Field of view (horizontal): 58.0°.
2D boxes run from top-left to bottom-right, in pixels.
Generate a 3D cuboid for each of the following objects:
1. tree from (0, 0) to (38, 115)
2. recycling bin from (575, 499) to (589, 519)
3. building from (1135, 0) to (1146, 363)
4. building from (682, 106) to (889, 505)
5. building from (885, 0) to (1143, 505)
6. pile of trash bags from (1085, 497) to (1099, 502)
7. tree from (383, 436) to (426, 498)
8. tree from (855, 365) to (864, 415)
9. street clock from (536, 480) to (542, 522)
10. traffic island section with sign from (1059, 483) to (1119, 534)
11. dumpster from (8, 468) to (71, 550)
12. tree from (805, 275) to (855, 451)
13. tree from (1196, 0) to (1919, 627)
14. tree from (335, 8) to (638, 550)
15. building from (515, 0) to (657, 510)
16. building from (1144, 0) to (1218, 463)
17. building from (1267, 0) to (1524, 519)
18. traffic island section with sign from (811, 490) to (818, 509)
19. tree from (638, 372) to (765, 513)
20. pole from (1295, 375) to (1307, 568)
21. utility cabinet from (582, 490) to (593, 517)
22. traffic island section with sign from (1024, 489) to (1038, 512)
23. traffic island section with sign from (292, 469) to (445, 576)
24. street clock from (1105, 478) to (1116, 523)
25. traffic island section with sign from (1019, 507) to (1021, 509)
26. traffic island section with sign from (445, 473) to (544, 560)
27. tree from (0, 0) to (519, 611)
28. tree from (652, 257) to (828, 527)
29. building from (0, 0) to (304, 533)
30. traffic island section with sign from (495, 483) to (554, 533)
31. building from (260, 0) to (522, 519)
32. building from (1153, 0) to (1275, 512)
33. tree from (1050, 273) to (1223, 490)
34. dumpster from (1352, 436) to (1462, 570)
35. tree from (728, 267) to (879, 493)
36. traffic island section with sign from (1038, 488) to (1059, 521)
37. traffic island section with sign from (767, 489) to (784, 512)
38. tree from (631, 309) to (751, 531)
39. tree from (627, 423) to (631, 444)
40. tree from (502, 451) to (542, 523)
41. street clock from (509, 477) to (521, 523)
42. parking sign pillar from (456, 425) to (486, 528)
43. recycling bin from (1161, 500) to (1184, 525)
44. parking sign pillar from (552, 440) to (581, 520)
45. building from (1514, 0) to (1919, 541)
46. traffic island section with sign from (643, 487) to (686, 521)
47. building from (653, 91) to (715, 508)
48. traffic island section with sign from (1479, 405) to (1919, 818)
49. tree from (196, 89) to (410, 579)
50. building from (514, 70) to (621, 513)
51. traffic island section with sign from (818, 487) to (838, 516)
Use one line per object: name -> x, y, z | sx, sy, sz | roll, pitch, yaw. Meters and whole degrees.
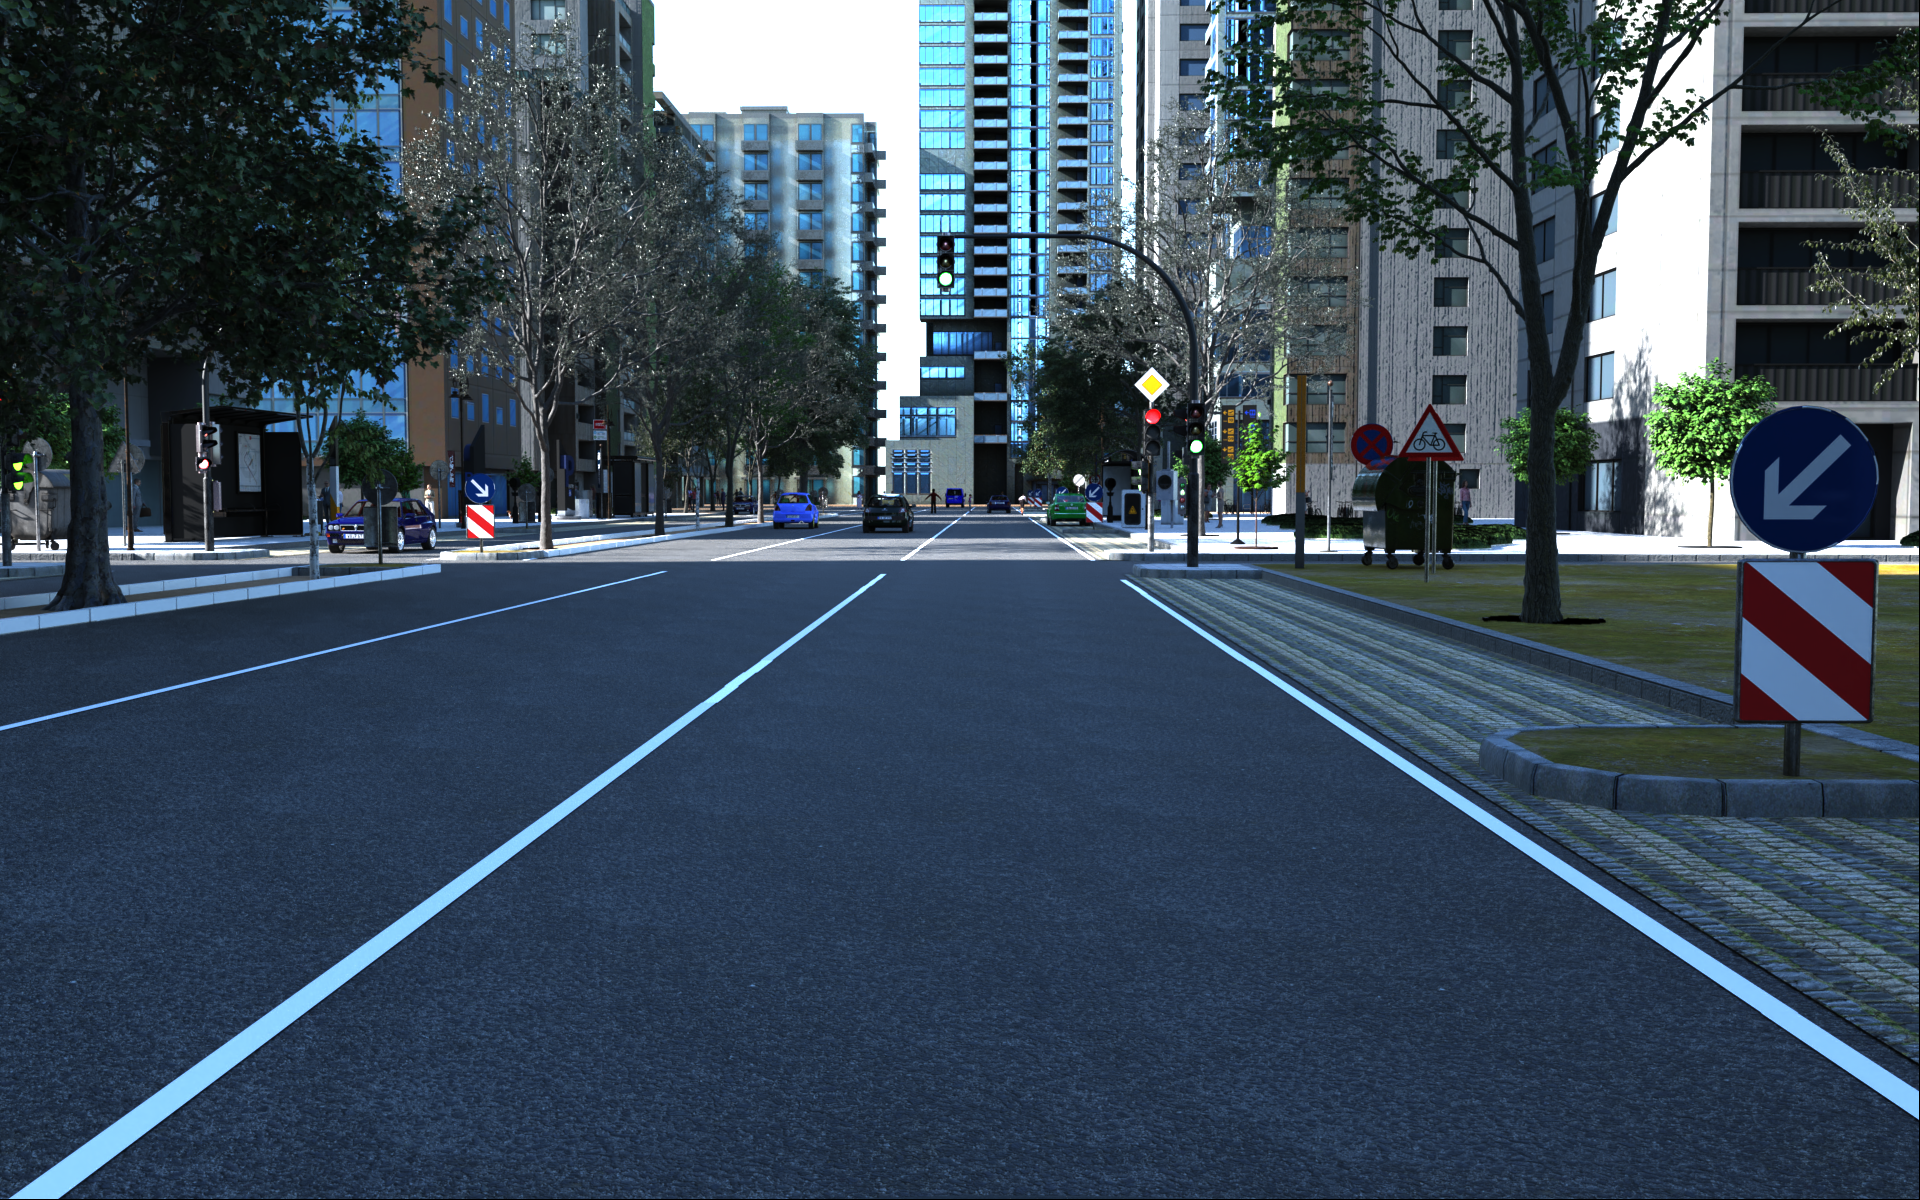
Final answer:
tree -> -10.770, -6.247, 11.245 | 9.857, 13.997, 8.962 | 0, 3, 0
recycling bin -> -19.602, -4.692, 89.269 | 0.722, 1.027, 0.722 | 2, 4, 31
building -> 32.596, -47.401, 213.263 | 20.611, 71.187, 20.563 | 0, 4, 1
building -> -24.121, -36.512, 216.573 | 30.456, 49.044, 23.786 | 0, 4, 1
building -> 6.820, -55.160, 214.540 | 31.000, 86.520, 22.319 | 0, 4, 1
pile of trash bags -> 8.722, -5.871, 105.745 | 1.912, 1.369, 3.447 | -2, 4, -28
tree -> -18.765, -3.882, 58.070 | 1.663, 3.219, 1.824 | 0, 3, 0
tree -> -9.824, -10.536, 85.090 | 12.009, 13.543, 11.850 | 0, 3, 0
street clock -> -19.224, -4.567, 79.245 | 0.358, 2.002, 0.471 | -1, 4, -21
traffic island section with sign -> 4.739, -3.334, 63.138 | 1.989, 1.847, 2.006 | 0, 4, 1
dumpster -> -21.080, -2.096, 40.029 | 1.264, 1.857, 1.865 | 0, 4, 1
tree -> -10.001, -8.838, 57.327 | 12.009, 13.543, 11.850 | 0, 3, 0
tree -> 5.970, -5.587, 17.097 | 9.928, 11.665, 9.643 | 0, 3, 0
tree -> -10.609, -8.023, 43.997 | 12.009, 13.543, 11.850 | 0, 3, 0
building -> -32.013, -27.641, 135.529 | 14.154, 41.232, 14.086 | 0, 4, 1
building -> 28.189, -38.146, 165.680 | 21.231, 58.520, 28.212 | 0, 4, 1
building -> 24.193, -19.867, 96.526 | 14.160, 30.474, 14.107 | 0, 4, 1
traffic island section with sign -> -14.105, -9.725, 167.623 | 1.989, 1.847, 2.006 | 0, 4, 1
tree -> -17.783, -10.982, 113.975 | 7.601, 10.594, 8.767 | 0, 4, 7
pole -> 5.872, -2.202, 29.838 | 0.158, 3.312, 0.155 | 0, 3, 0
utility cabinet -> -20.445, -5.281, 95.025 | 0.318, 1.500, 1.173 | 0, 4, 1
traffic island section with sign -> 6.192, -8.050, 140.240 | 1.989, 1.847, 2.006 | 0, 4, 1
traffic island section with sign -> -10.607, -1.401, 31.038 | 2.006, 1.907, 1.989 | 0, 4, 1
street clock -> 6.729, -4.464, 77.548 | 0.471, 2.002, 0.358 | -2, 4, -30
traffic island section with sign -> 6.708, -9.698, 167.190 | 1.989, 1.847, 2.006 | 0, 4, 1
traffic island section with sign -> -10.456, -1.854, 38.443 | 2.006, 1.907, 1.989 | 0, 4, 1
tree -> -10.787, -6.223, 21.219 | 9.611, 12.733, 9.660 | 0, 3, 0
tree -> -9.829, -8.923, 74.098 | 9.928, 11.665, 9.643 | 0, 3, 0
building -> -42.921, -28.948, 62.541 | 28.713, 52.752, 27.495 | 0, 4, 1
traffic island section with sign -> -16.071, -3.379, 63.867 | 1.989, 1.847, 2.006 | 0, 4, 1
building -> -32.777, -27.123, 93.566 | 14.600, 45.320, 14.200 | 0, 4, 1
building -> 27.709, -50.279, 134.740 | 22.319, 86.520, 31.000 | 0, 4, 1
tree -> 7.164, -8.353, 70.984 | 7.601, 10.594, 8.767 | 0, 4, 2
dumpster -> 7.780, -1.694, 30.185 | 1.502, 2.255, 1.985 | 0, 4, 1
tree -> -8.911, -11.538, 97.760 | 9.857, 13.997, 8.962 | 0, 3, 0
traffic island section with sign -> 5.281, -5.077, 91.643 | 1.989, 1.847, 2.006 | 0, 4, 1
traffic island section with sign -> -14.613, -8.076, 140.673 | 1.989, 1.847, 2.006 | 0, 4, 1
tree -> -10.116, -6.965, 66.696 | 4.360, 8.622, 3.978 | 0, 3, 0
tree -> -18.247, -9.504, 105.753 | 4.360, 8.622, 3.978 | 0, 3, 0
tree -> -19.278, -5.047, 77.124 | 1.663, 3.219, 1.824 | 0, 3, 0
street clock -> -19.429, -4.348, 75.653 | 0.471, 2.002, 0.358 | 2, 4, 29
parking sign pillar -> -18.713, -4.789, 66.768 | 1.447, 3.967, 1.447 | 0, 4, 4
recycling bin -> 8.973, -3.708, 73.177 | 0.722, 1.027, 0.722 | 3, 5, 42
parking sign pillar -> -19.714, -6.006, 86.675 | 1.447, 3.967, 1.447 | 1, 4, 9
building -> 31.610, -37.724, 55.048 | 20.611, 71.187, 20.563 | 0, 4, 1
traffic island section with sign -> -15.547, -5.060, 91.359 | 1.989, 1.847, 2.006 | 0, 4, 1
building -> -36.655, -28.930, 164.890 | 23.993, 40.220, 32.217 | 0, 4, 1
traffic island section with sign -> 3.703, 0.004, 8.568 | 1.989, 1.847, 2.006 | 0, 4, 1
tree -> -10.807, -4.635, 28.606 | 4.737, 8.622, 4.395 | 0, 3, 0
building -> -32.439, -21.412, 121.793 | 14.160, 30.474, 14.107 | 0, 4, 1
traffic island section with sign -> -9.038, -6.448, 113.568 | 2.006, 1.907, 1.989 | 0, 4, 1
